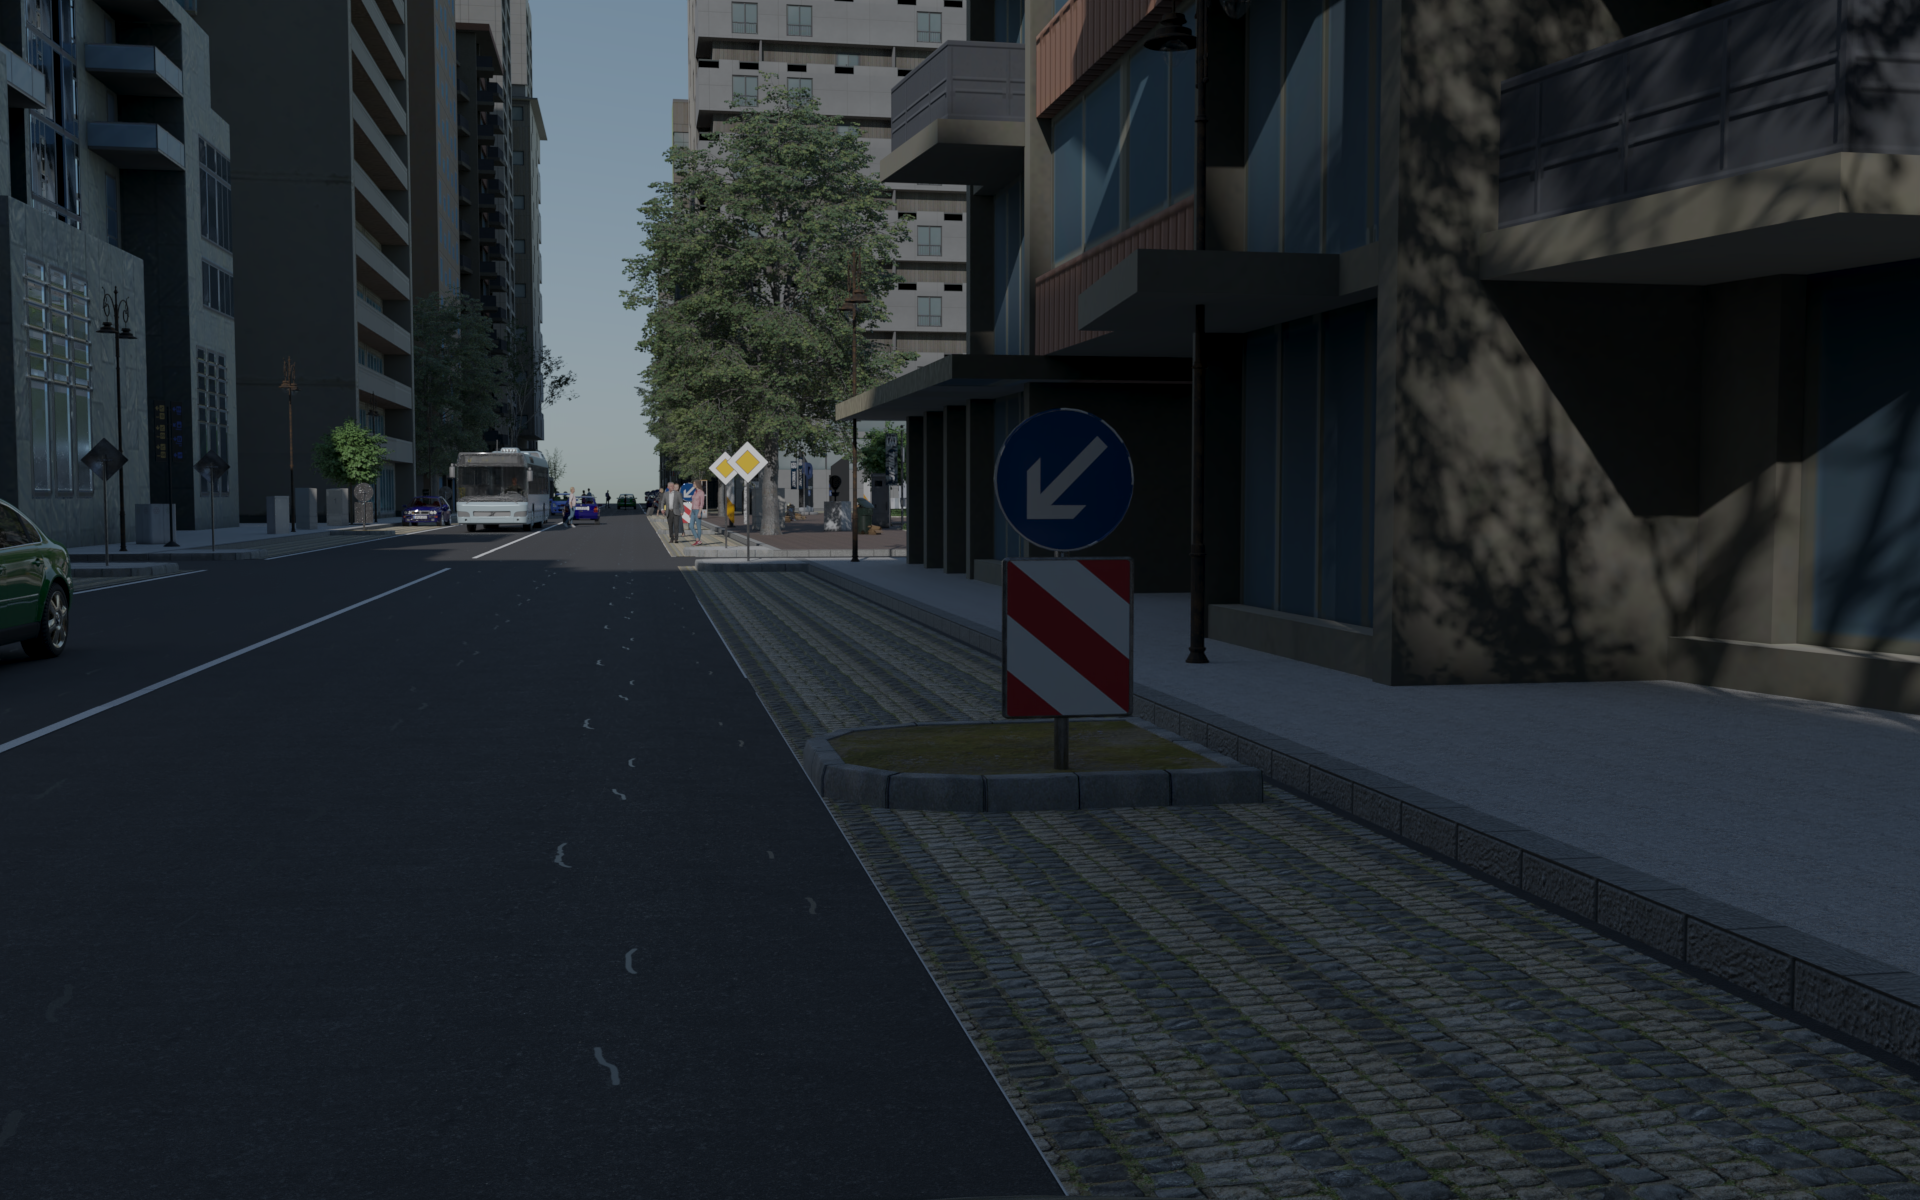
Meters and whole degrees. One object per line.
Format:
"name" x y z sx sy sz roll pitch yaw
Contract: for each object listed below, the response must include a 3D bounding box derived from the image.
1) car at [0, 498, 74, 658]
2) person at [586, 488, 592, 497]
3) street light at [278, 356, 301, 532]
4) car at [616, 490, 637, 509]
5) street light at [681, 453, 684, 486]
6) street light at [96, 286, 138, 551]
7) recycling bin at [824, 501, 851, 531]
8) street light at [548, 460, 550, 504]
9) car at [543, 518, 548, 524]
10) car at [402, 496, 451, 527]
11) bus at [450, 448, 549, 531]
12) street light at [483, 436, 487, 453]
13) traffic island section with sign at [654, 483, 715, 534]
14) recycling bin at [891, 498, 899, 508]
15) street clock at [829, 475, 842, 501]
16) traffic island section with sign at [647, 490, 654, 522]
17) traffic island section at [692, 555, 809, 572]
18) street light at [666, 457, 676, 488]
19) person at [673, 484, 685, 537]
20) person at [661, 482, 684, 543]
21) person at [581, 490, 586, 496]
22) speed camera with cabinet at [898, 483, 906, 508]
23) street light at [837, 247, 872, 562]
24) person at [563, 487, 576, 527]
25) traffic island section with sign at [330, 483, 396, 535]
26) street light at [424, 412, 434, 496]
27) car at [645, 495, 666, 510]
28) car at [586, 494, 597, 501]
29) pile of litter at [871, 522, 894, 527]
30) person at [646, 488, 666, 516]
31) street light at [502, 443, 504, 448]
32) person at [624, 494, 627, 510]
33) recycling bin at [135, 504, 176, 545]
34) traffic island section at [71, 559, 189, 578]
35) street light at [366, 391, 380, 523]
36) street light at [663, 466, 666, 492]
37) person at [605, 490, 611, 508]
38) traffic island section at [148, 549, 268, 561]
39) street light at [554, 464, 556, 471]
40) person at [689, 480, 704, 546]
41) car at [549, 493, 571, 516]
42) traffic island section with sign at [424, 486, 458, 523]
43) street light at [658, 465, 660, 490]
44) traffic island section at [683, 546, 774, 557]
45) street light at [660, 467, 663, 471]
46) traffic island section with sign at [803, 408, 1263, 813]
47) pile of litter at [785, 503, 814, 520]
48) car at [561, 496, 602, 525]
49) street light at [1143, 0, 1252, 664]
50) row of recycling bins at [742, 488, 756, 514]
"car" -8.537 -0.300 13.698 1.959 1.807 4.718 -1 4 -11
"person" -24.312 -6.432 113.694 0.654 1.822 0.581 3 4 37
"street light" -22.499 -5.228 58.270 0.468 5.910 1.993 -1 4 -11
"car" -31.530 -9.486 163.887 1.959 1.807 4.718 -1 4 -10
"street light" -24.174 -10.866 150.443 0.468 5.910 1.993 -1 4 -11
"street light" -18.749 -4.027 38.634 0.468 5.910 1.993 -1 4 -11
"recycling bin" -4.242 -2.903 60.020 0.722 1.027 0.722 2 4 27
"street light" -55.823 -16.048 235.169 0.468 5.910 1.993 -1 4 -11
"car" -21.161 -4.424 84.699 2.083 1.381 4.827 -1 4 -12
"car" -23.755 -3.949 77.148 1.945 1.354 3.894 -1 4 -9
"bus" -18.250 -4.569 69.562 2.948 3.499 13.247 -1 4 -10
"street light" -36.878 -9.884 134.383 0.468 5.910 1.993 -1 4 -11
"traffic island section with sign" -9.831 -3.267 62.038 1.989 1.847 2.006 -1 4 -11
"recycling bin" -4.352 -6.024 111.048 0.722 1.027 0.722 2 4 24
"street clock" -4.783 -3.784 66.443 0.471 2.002 0.358 0 4 3
"traffic island section with sign" -15.043 -4.952 89.599 1.989 1.847 2.006 -1 4 -11
"traffic island section" -4.019 -0.660 33.064 2.009 0.180 2.903 -1 4 -11
"street light" -31.621 -13.279 189.901 0.468 5.910 1.993 -1 4 -11
"person" -9.375 -2.961 57.330 0.576 1.772 0.534 1 4 10
"person" -8.336 -2.525 50.183 0.661 1.777 0.834 -1 4 -9
"person" -28.216 -7.364 129.582 0.721 1.739 1.217 2 4 31
"speed camera with cabinet" -3.477 -6.844 106.236 0.660 3.252 2.038 0 4 -1
"street light" -1.986 -3.660 32.634 0.468 5.910 1.993 -1 4 -11
"person" -16.782 -3.995 74.482 0.598 1.740 0.731 -2 4 -27
"traffic island section with sign" -20.879 -3.182 60.646 1.989 1.847 2.006 -1 4 -11
"street light" -29.989 -7.655 97.953 0.468 5.910 1.993 -1 4 -11
"car" -26.926 -8.614 153.413 1.945 1.354 3.894 -1 4 -10
"car" -52.911 -14.505 247.381 2.015 1.641 3.980 -1 4 -12
"pile of litter" -3.223 -3.354 68.795 1.719 0.858 1.176 3 4 38
"person" -19.366 -6.249 110.885 1.509 1.804 0.699 3 5 39
"street light" -40.582 -11.085 154.028 0.468 5.910 1.993 -1 4 -11
"person" -29.865 -8.725 154.419 0.557 1.426 1.065 -1 4 -16
"recycling bin" -20.647 -1.951 44.456 0.722 1.027 0.722 2 4 34
"traffic island section" -15.263 -0.530 30.952 2.009 0.180 2.903 -1 4 -11
"street light" -26.329 -6.428 77.891 0.468 5.910 1.993 -1 4 -11
"street light" -35.672 -14.587 211.287 0.468 5.910 1.993 -1 4 -11
"person" -35.381 -10.149 174.306 0.599 1.838 0.709 2 4 34
"traffic island section" -16.745 -1.010 38.799 2.009 0.180 2.903 -1 4 -11
"street light" -59.784 -17.301 255.651 0.468 5.910 1.993 -1 4 -11
"person" -7.267 -2.397 47.696 0.555 1.821 0.388 3 5 39
"car" -26.754 -6.568 116.984 1.945 1.707 3.694 -1 4 -12
"traffic island section with sign" -25.977 -4.827 87.547 1.989 1.847 2.006 -1 4 -11
"street light" -43.264 -17.040 251.393 0.468 5.910 1.993 -1 4 -11
"traffic island section" -5.501 -1.139 40.911 2.009 0.180 2.903 -1 4 -11
"street light" -39.542 -15.824 231.511 0.468 5.910 1.993 -1 4 -11
"traffic island section with sign" 0.240 -0.006 8.726 1.989 1.847 2.006 -1 4 -11
"pile of litter" -8.335 -4.520 87.867 1.176 0.858 1.719 1 4 13
"car" -17.923 -4.246 82.003 1.945 1.354 3.894 -1 4 -12
"street light" 1.806 -2.460 13.006 0.468 5.910 1.993 -1 4 -11
"row of recycling bins" -12.592 -6.291 109.978 3.534 1.692 1.069 3 5 45
